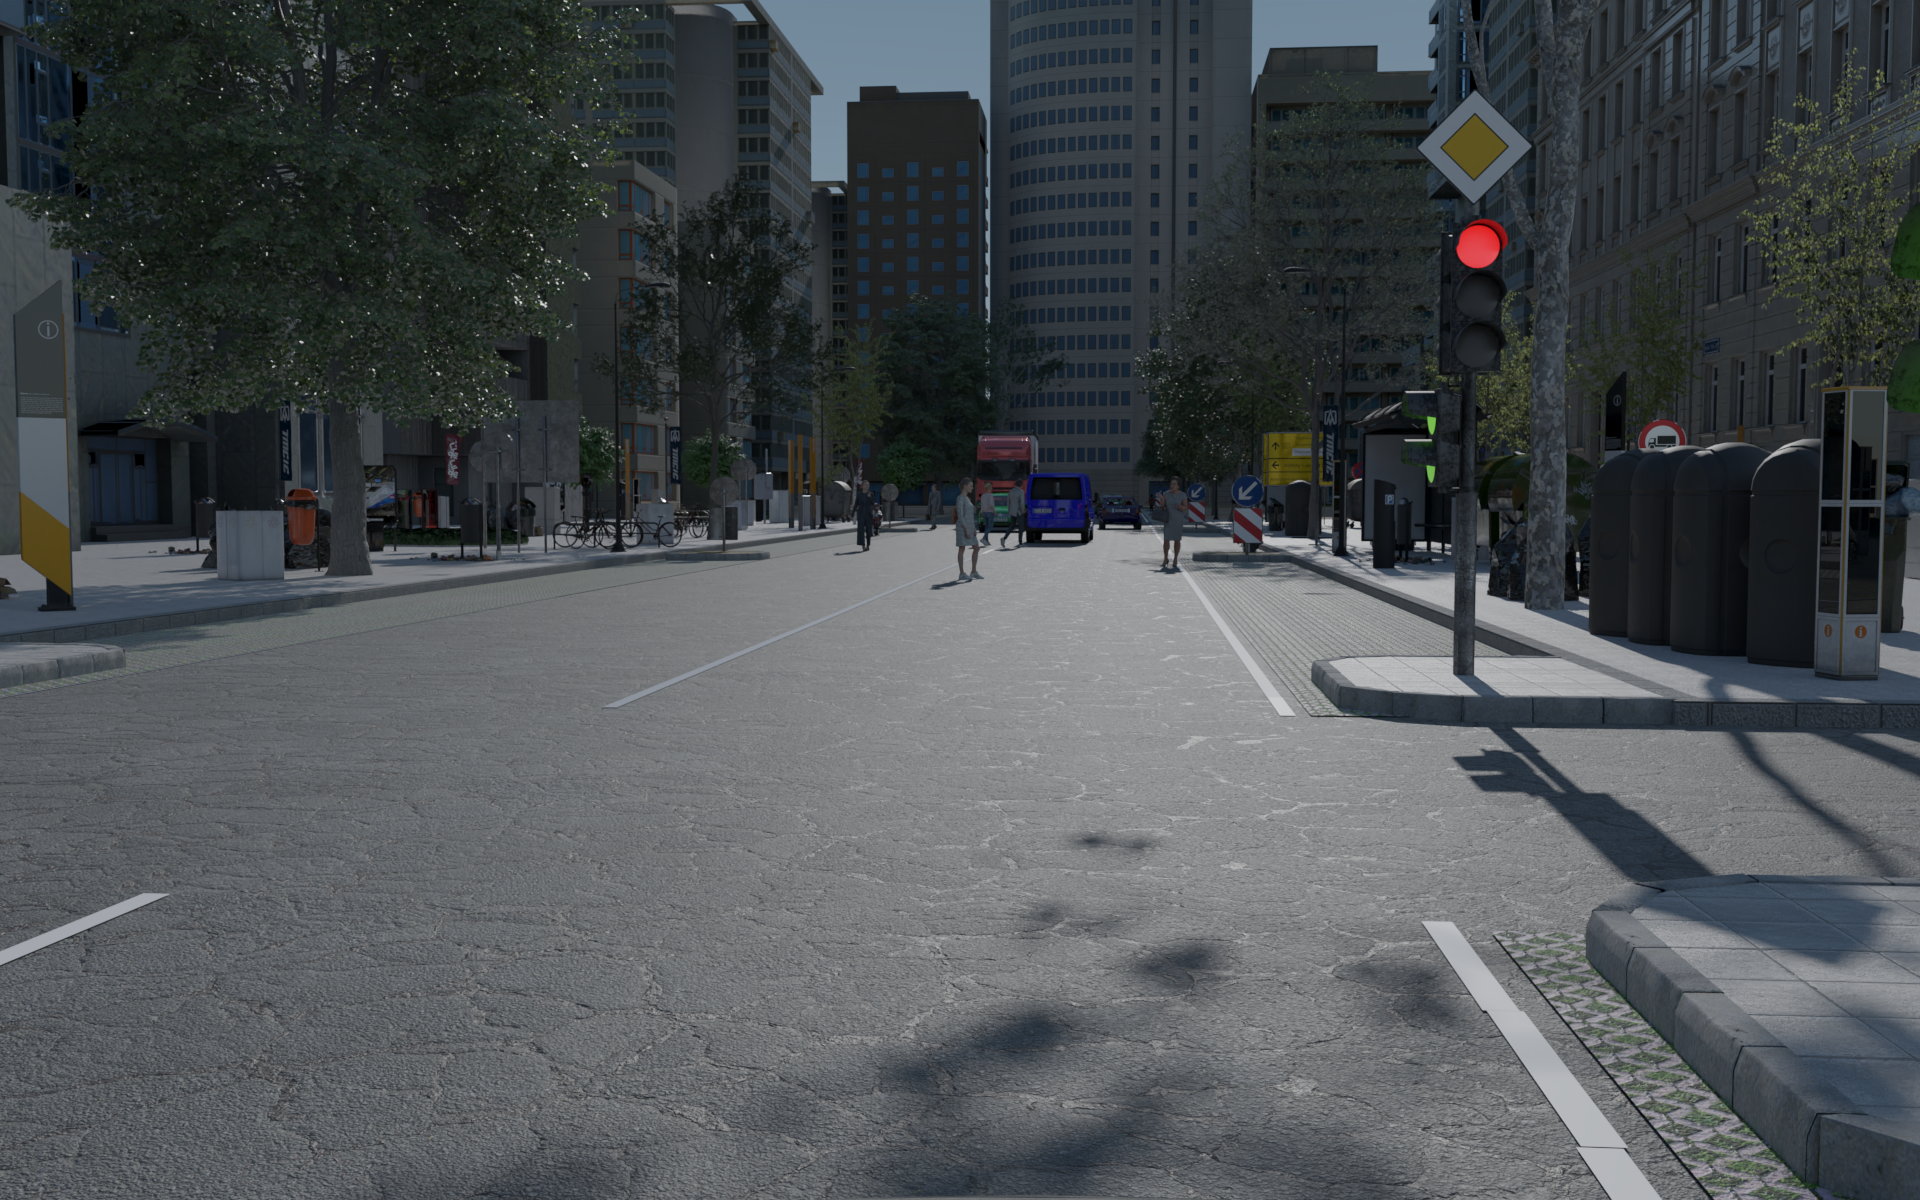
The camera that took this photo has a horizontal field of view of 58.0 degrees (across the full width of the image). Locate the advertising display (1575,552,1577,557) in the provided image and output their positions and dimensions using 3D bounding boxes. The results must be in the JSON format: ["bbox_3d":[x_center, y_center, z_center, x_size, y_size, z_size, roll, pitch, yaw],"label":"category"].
[{"bbox_3d":[12.408,-1.836,35.226,0.974,1.923,0.123,-2,4,-35],"label":"advertising display"}]

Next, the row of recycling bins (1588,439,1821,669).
[{"bbox_3d":[6.267,-0.445,14.397,1.069,1.692,3.534,0,4,-4],"label":"row of recycling bins"}]

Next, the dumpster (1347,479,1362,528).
[{"bbox_3d":[15.374,-3.683,65.972,1.264,1.857,1.865,0,4,5],"label":"dumpster"}]

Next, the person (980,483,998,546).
[{"bbox_3d":[0.760,-2.375,47.996,0.731,1.740,0.598,3,5,40],"label":"person"}]

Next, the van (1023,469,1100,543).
[{"bbox_3d":[3.051,-2.936,52.384,2.240,2.365,5.245,0,4,6],"label":"van"}]

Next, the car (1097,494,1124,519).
[{"bbox_3d":[8.893,-5.459,101.047,2.131,1.459,4.920,0,4,5],"label":"car"}]

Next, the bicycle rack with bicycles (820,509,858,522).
[{"bbox_3d":[-5.798,-4.104,80.486,2.925,0.926,2.852,-1,4,-11],"label":"bicycle rack with bicycles"}]

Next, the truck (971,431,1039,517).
[{"bbox_3d":[2.195,-5.494,78.743,2.839,4.237,11.283,0,4,4],"label":"truck"}]

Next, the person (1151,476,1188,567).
[{"bbox_3d":[4.109,-1.547,34.159,0.716,1.782,0.532,1,4,21],"label":"person"}]

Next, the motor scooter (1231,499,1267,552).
[{"bbox_3d":[6.581,-1.626,39.355,0.815,1.314,1.986,0,4,4],"label":"motor scooter"}]

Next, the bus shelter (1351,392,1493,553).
[{"bbox_3d":[9.663,-2.617,36.707,2.014,3.302,5.546,0,4,5],"label":"bus shelter"}]

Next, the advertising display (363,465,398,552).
[{"bbox_3d":[-13.039,-2.041,38.590,0.974,1.923,0.123,0,4,-7],"label":"advertising display"}]

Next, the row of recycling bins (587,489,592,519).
[{"bbox_3d":[-20.668,-4.995,88.786,3.534,1.692,1.069,0,4,-3],"label":"row of recycling bins"}]

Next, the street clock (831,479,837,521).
[{"bbox_3d":[-6.058,-4.798,83.022,0.358,2.002,0.471,-2,4,-28],"label":"street clock"}]

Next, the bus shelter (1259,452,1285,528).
[{"bbox_3d":[12.102,-4.229,63.074,2.014,3.302,5.546,0,4,6],"label":"bus shelter"}]

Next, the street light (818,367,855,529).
[{"bbox_3d":[-4.521,-5.565,63.527,1.470,5.913,1.316,0,4,5],"label":"street light"}]

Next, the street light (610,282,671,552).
[{"bbox_3d":[-7.038,-4.014,38.164,1.470,5.913,1.316,0,4,5],"label":"street light"}]

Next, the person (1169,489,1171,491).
[{"bbox_3d":[12.913,-5.968,106.632,0.990,1.755,0.434,3,4,38],"label":"person"}]

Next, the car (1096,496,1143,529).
[{"bbox_3d":[6.614,-3.616,71.696,1.945,1.354,3.894,0,4,4],"label":"car"}]

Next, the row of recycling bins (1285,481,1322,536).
[{"bbox_3d":[10.745,-2.886,54.300,1.069,1.692,3.534,1,4,17],"label":"row of recycling bins"}]

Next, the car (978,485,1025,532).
[{"bbox_3d":[1.722,-3.531,66.530,1.959,1.807,4.718,0,4,6],"label":"car"}]

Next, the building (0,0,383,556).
[{"bbox_3d":[-30.350,-44.623,42.262,22.319,86.520,31.000,0,4,5],"label":"building"}]

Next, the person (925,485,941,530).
[{"bbox_3d":[-1.086,-3.726,69.528,0.694,1.812,0.767,3,4,38],"label":"person"}]

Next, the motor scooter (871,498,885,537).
[{"bbox_3d":[-2.920,-2.816,58.814,0.815,1.314,1.986,0,4,5],"label":"motor scooter"}]

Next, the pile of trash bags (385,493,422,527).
[{"bbox_3d":[-21.151,-3.268,63.183,3.447,1.369,1.912,-1,4,-17],"label":"pile of trash bags"}]

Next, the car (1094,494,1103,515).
[{"bbox_3d":[10.253,-6.595,119.633,2.131,1.459,4.920,0,4,7],"label":"car"}]

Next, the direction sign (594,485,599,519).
[{"bbox_3d":[-18.852,-5.991,89.948,0.379,3.537,0.876,0,4,1],"label":"direction sign"}]

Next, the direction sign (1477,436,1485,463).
[{"bbox_3d":[20.222,-4.619,67.510,0.379,3.537,0.876,-1,4,-9],"label":"direction sign"}]

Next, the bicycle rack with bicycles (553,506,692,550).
[{"bbox_3d":[-8.389,-1.680,40.847,2.925,0.926,2.852,1,4,20],"label":"bicycle rack with bicycles"}]

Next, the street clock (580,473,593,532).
[{"bbox_3d":[-12.567,-3.284,58.271,0.471,2.002,0.358,-1,4,-12],"label":"street clock"}]

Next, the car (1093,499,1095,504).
[{"bbox_3d":[13.128,-9.057,158.301,2.015,1.641,3.980,0,4,5],"label":"car"}]

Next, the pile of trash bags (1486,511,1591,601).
[{"bbox_3d":[8.255,-0.698,21.159,3.447,1.369,1.912,1,4,15],"label":"pile of trash bags"}]

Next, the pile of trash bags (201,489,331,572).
[{"bbox_3d":[-11.647,-1.214,29.602,1.912,1.369,3.447,-3,4,-37],"label":"pile of trash bags"}]

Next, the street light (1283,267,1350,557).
[{"bbox_3d":[7.319,-3.855,35.574,1.470,5.913,1.316,0,4,5],"label":"street light"}]

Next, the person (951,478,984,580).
[{"bbox_3d":[0.098,-1.194,29.033,0.522,1.701,0.512,1,4,19],"label":"person"}]

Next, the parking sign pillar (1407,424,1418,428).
[{"bbox_3d":[16.928,-4.577,63.303,1.447,3.967,1.447,2,4,31],"label":"parking sign pillar"}]

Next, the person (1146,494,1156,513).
[{"bbox_3d":[13.654,-6.843,123.640,1.065,1.426,0.557,-3,5,-41],"label":"person"}]

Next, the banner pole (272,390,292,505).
[{"bbox_3d":[-15.931,-3.101,40.715,0.863,3.779,0.401,3,4,37],"label":"banner pole"}]

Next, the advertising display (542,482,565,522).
[{"bbox_3d":[-17.330,-4.198,73.850,0.974,1.923,0.123,0,4,7],"label":"advertising display"}]

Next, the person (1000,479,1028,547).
[{"bbox_3d":[1.470,-2.329,46.433,0.795,1.843,0.661,-3,4,-38],"label":"person"}]

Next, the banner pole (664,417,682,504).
[{"bbox_3d":[-9.400,-4.066,56.503,0.863,3.779,0.401,2,4,31],"label":"banner pole"}]

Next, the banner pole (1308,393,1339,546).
[{"bbox_3d":[9.063,-3.242,43.030,0.401,3.779,0.863,-3,5,-40],"label":"banner pole"}]

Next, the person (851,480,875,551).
[{"bbox_3d":[-2.418,-2.120,43.588,0.576,1.772,0.534,-2,4,-24],"label":"person"}]

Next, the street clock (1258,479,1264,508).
[{"bbox_3d":[14.869,-4.974,85.891,0.471,2.002,0.358,0,4,-6],"label":"street clock"}]

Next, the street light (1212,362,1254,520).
[{"bbox_3d":[9.690,-5.387,60.623,1.470,5.913,1.316,0,4,5],"label":"street light"}]

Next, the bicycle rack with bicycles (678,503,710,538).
[{"bbox_3d":[-8.261,-2.311,51.168,2.852,0.926,2.925,3,5,43],"label":"bicycle rack with bicycles"}]

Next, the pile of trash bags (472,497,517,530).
[{"bbox_3d":[-16.112,-3.179,61.724,3.447,1.369,1.912,3,4,37],"label":"pile of trash bags"}]
